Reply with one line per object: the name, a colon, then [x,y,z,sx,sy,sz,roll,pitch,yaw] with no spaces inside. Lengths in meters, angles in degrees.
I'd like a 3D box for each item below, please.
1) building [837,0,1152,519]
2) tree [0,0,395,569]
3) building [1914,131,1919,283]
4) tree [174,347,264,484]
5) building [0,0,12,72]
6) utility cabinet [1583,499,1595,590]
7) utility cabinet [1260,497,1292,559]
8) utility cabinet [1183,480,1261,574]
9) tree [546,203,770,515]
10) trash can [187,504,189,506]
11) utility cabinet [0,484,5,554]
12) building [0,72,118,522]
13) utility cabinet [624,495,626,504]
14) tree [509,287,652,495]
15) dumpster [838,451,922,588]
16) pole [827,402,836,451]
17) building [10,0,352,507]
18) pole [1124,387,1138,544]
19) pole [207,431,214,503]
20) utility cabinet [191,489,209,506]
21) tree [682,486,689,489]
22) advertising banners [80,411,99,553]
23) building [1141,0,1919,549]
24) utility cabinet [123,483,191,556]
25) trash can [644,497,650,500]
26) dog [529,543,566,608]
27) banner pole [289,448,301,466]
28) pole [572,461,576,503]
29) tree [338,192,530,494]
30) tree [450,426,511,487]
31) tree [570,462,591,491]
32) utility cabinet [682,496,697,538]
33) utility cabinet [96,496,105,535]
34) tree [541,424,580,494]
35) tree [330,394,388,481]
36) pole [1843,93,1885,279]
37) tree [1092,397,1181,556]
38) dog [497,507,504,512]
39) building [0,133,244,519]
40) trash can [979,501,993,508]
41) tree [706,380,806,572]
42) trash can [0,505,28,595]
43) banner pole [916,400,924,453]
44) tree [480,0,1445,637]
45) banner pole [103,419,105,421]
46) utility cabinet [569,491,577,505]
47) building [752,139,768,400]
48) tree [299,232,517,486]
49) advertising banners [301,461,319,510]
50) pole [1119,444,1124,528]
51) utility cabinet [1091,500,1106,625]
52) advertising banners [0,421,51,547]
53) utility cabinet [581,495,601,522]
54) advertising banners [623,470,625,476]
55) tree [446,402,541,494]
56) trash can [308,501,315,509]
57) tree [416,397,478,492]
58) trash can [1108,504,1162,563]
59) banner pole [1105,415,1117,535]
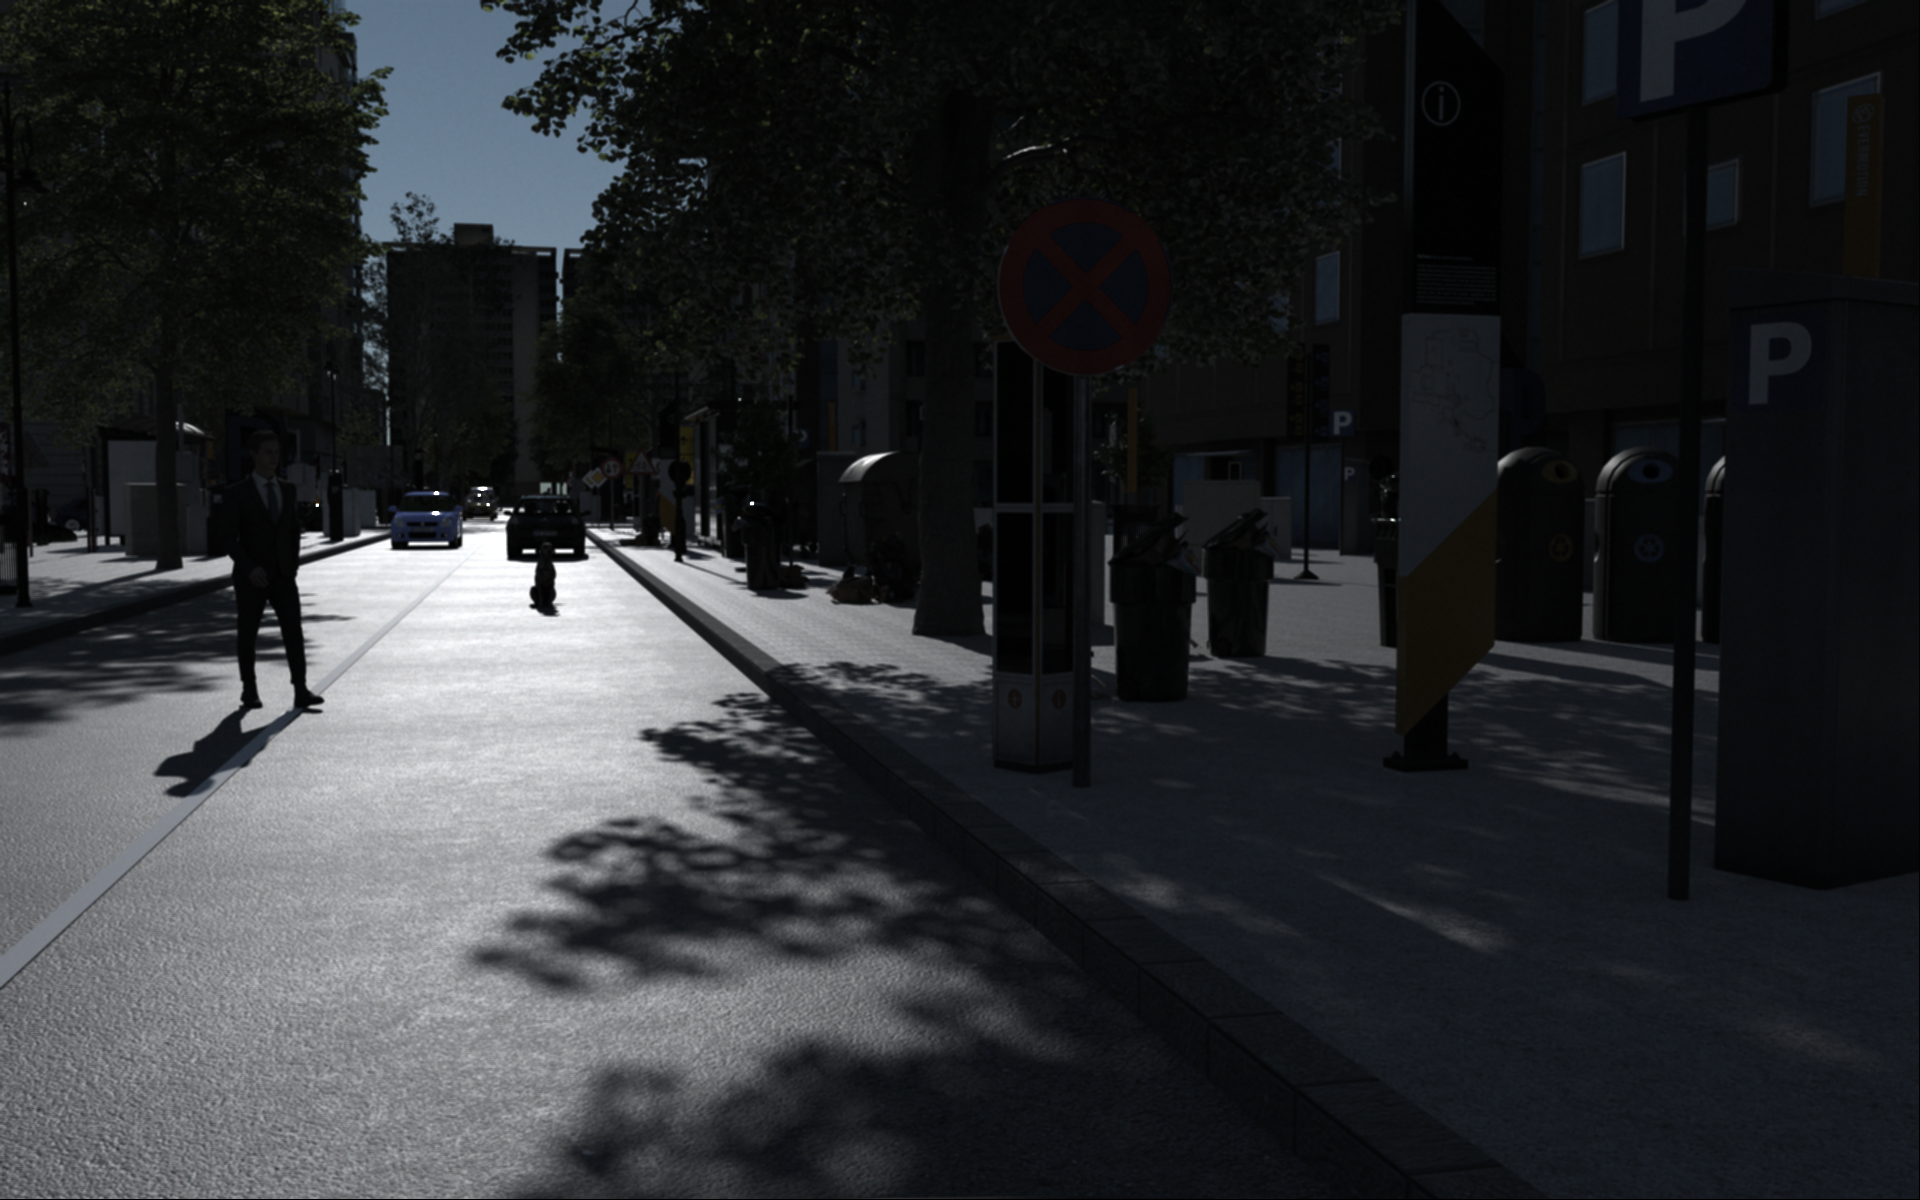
building: [4.128,-29.004,97.923,21.600,48.544,21.300,-1,4,-14]
tree: [-13.186,-6.806,29.412,7.486,12.596,7.792,0,3,0]
building: [18.420,-22.843,23.590,14.600,45.320,14.200,-1,4,-14]
tree: [-37.187,-8.348,86.846,4.737,8.622,4.395,0,3,0]
building: [-71.673,-34.183,148.132,28.713,52.752,27.495,-1,4,-14]
utility cabinet: [8.408,-0.743,23.308,1.020,1.237,0.306,-2,4,-35]
utility cabinet: [6.013,-1.408,34.190,1.020,1.237,0.306,0,4,-1]
utility cabinet: [4.126,-1.139,27.303,1.173,1.500,0.318,2,4,28]
tree: [-9.536,-7.380,55.084,7.601,10.594,8.767,-1,4,-15]
trash can: [-40.443,-4.797,90.081,0.748,1.137,0.748,0,3,0]
utility cabinet: [-20.872,-1.735,37.045,1.173,1.500,0.318,3,5,40]
building: [-48.544,-15.115,88.929,13.314,21.916,24.055,-1,4,-14]
utility cabinet: [-20.372,-5.690,104.196,1.020,1.237,0.306,-3,5,-43]
tree: [-20.298,-10.775,94.305,7.486,12.596,7.792,0,3,0]
dumpster: [-0.934,-1.129,24.214,1.264,1.857,1.865,-1,4,-14]
pole: [-2.836,-2.722,38.340,0.158,3.312,0.155,0,3,0]
building: [-79.272,-36.230,181.599,27.495,52.752,28.713,-1,4,-14]
pole: [3.295,-2.404,33.153,0.158,3.312,0.155,0,3,0]
pole: [-24.399,-3.827,56.414,0.158,3.312,0.155,0,3,0]
utility cabinet: [-33.604,-4.178,76.988,1.173,1.500,0.318,-3,5,-41]
tree: [-18.569,-7.764,110.661,4.285,4.588,4.351,0,3,0]
advertising banners: [-18.884,-2.529,37.541,0.090,3.025,2.074,-1,4,-20]
building: [13.778,-24.169,45.268,14.600,45.320,14.200,-1,4,-14]
utility cabinet: [-16.522,-1.647,35.604,0.318,1.500,1.173,3,4,37]
trash can: [-13.825,-3.974,76.630,0.748,1.137,0.748,0,3,0]
dog: [-5.217,-0.321,22.079,0.513,0.831,0.800,1,4,19]
banner pole: [-35.846,-6.324,93.422,0.401,3.779,0.863,1,4,22]
pole: [-23.724,-6.886,106.425,0.158,3.312,0.155,0,3,0]
tree: [-34.632,-15.641,111.623,12.611,20.169,13.585,0,3,0]
tree: [-55.576,-16.205,199.367,8.767,10.594,7.601,1,4,12]
tree: [-22.317,-6.596,102.442,1.663,3.219,1.824,0,3,0]
utility cabinet: [-7.706,-2.401,50.425,1.020,1.237,0.306,2,4,25]
utility cabinet: [-26.864,-2.625,54.076,1.020,1.237,0.306,3,5,40]
tree: [-43.826,-16.198,190.591,9.928,11.665,9.643,0,3,0]
tree: [-42.523,-10.534,122.587,4.360,8.622,3.978,0,3,0]
pole: [4.655,-0.927,8.993,0.158,3.312,0.155,0,3,0]
tree: [3.669,-2.444,34.562,1.663,3.219,1.824,0,3,0]
dog: [-37.277,-7.337,140.150,0.748,0.427,0.550,-2,4,-25]
building: [-54.582,-16.537,112.174,13.314,21.916,24.055,-1,4,-14]
trash can: [0.769,-1.527,36.618,0.748,1.137,0.748,0,3,0]
tree: [-3.365,-2.083,28.654,1.663,3.219,1.824,0,3,0]
trash can: [-12.311,-0.640,22.123,0.748,1.137,0.748,0,3,0]
banner pole: [-0.595,-3.100,40.708,0.863,3.779,0.401,0,4,0]
tree: [0.009,-6.659,15.529,9.857,13.997,8.962,0,3,0]
banner pole: [-27.732,-4.081,56.749,0.863,3.779,0.401,-3,5,-44]
utility cabinet: [-28.317,-7.305,128.108,1.173,1.500,0.318,2,4,24]
building: [-9.872,-27.857,139.048,14.154,41.232,14.086,-1,4,-14]
tree: [-25.727,-10.439,81.052,12.009,13.543,11.850,0,3,0]
advertising banners: [-34.525,-5.794,90.914,0.090,3.025,2.074,3,4,38]
pole: [6.091,-4.356,65.059,0.158,3.312,0.155,0,3,0]
utility cabinet: [0.902,-0.355,16.965,1.020,1.237,0.306,-1,4,-18]
advertising banners: [-22.986,-2.834,42.516,0.090,3.025,2.074,0,4,3]
utility cabinet: [-17.107,-4.230,80.326,1.020,1.237,0.306,2,4,34]
advertising banners: [-24.581,-7.883,125.075,0.090,3.025,2.074,-3,4,-36]
tree: [-50.427,-15.450,178.361,9.928,11.665,9.643,0,3,0]
trash can: [-42.330,-6.217,113.309,0.748,1.137,0.748,0,3,0]
tree: [-37.425,-10.716,125.575,4.360,8.622,3.978,0,3,0]
trash can: [2.419,-0.752,23.950,0.748,1.137,0.748,0,3,0]
banner pole: [4.762,-3.970,54.934,0.401,3.779,0.863,2,4,34]
